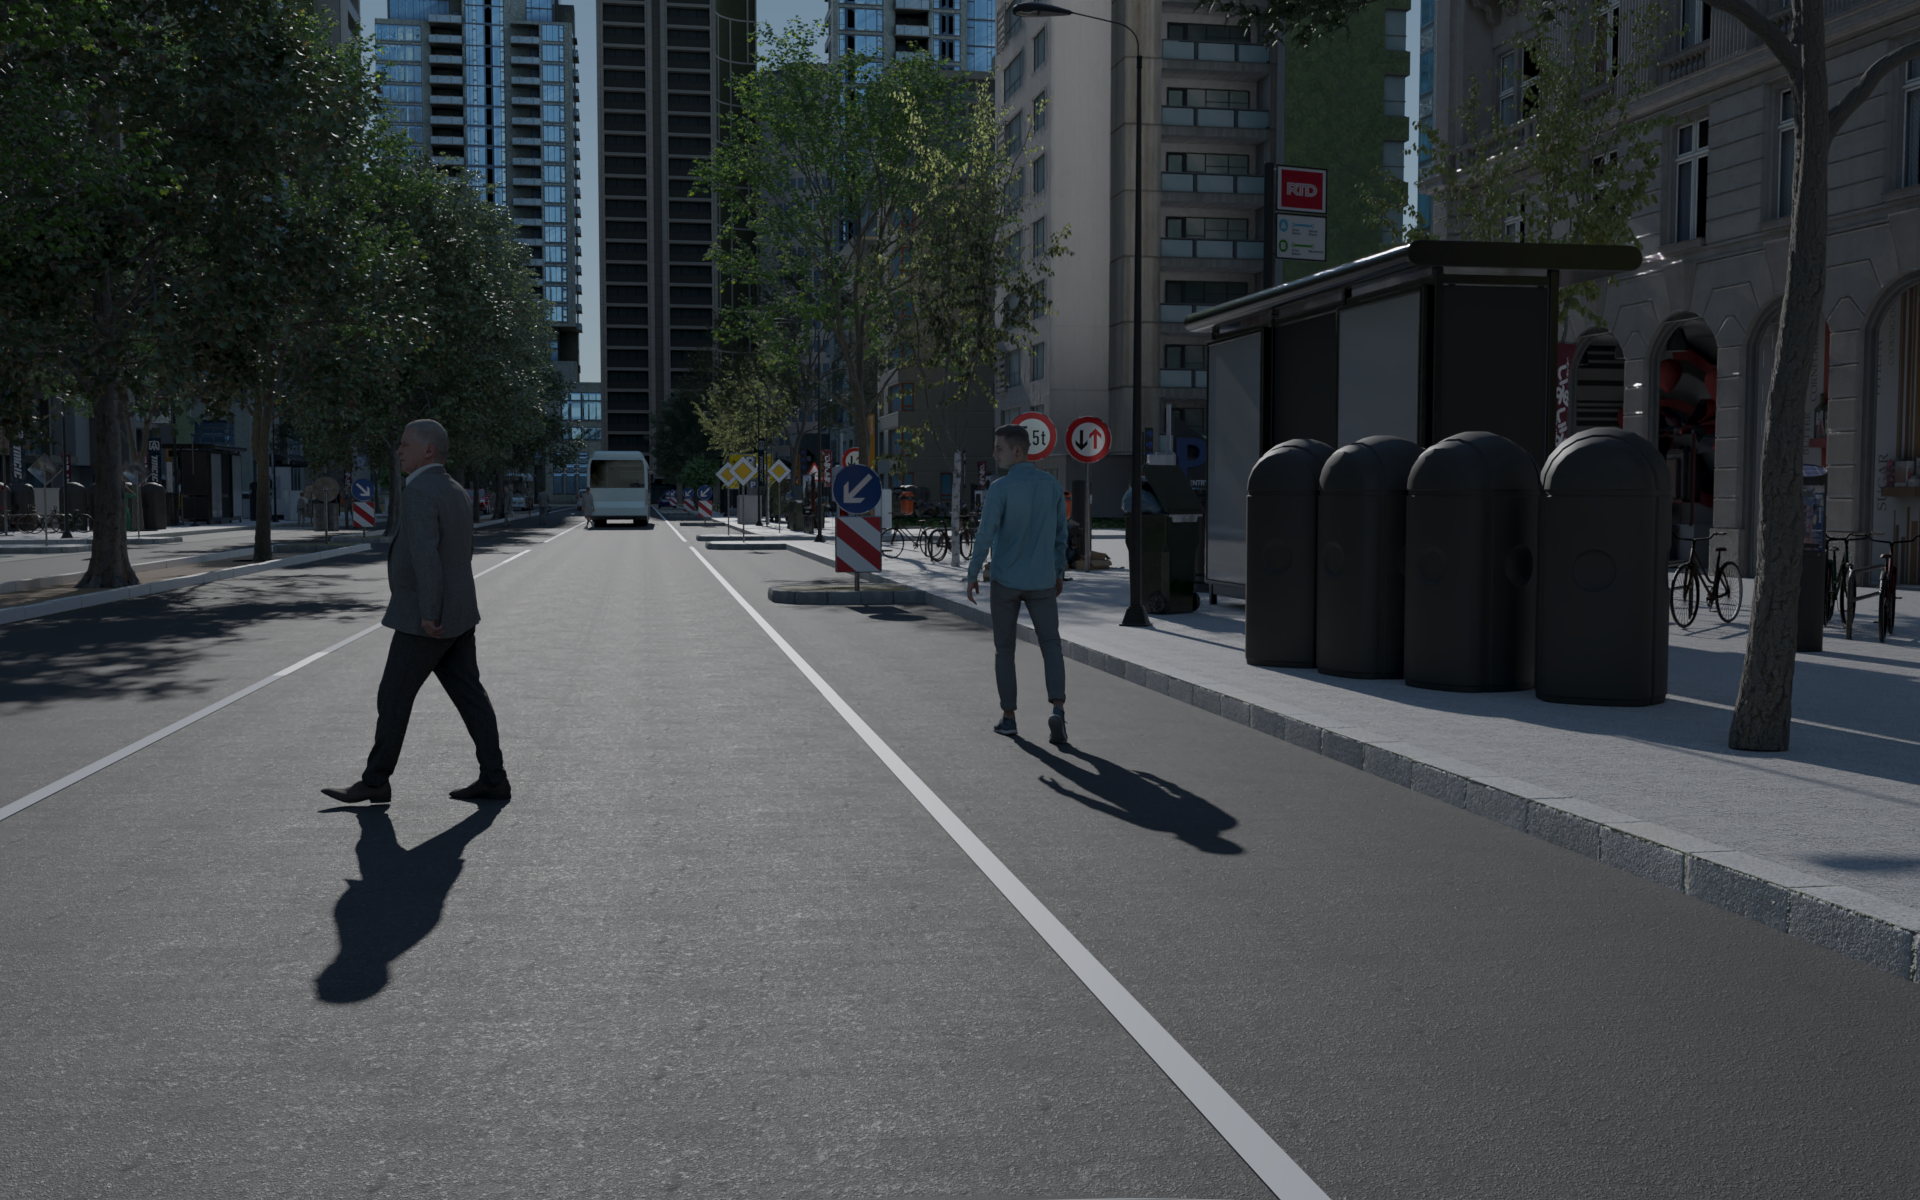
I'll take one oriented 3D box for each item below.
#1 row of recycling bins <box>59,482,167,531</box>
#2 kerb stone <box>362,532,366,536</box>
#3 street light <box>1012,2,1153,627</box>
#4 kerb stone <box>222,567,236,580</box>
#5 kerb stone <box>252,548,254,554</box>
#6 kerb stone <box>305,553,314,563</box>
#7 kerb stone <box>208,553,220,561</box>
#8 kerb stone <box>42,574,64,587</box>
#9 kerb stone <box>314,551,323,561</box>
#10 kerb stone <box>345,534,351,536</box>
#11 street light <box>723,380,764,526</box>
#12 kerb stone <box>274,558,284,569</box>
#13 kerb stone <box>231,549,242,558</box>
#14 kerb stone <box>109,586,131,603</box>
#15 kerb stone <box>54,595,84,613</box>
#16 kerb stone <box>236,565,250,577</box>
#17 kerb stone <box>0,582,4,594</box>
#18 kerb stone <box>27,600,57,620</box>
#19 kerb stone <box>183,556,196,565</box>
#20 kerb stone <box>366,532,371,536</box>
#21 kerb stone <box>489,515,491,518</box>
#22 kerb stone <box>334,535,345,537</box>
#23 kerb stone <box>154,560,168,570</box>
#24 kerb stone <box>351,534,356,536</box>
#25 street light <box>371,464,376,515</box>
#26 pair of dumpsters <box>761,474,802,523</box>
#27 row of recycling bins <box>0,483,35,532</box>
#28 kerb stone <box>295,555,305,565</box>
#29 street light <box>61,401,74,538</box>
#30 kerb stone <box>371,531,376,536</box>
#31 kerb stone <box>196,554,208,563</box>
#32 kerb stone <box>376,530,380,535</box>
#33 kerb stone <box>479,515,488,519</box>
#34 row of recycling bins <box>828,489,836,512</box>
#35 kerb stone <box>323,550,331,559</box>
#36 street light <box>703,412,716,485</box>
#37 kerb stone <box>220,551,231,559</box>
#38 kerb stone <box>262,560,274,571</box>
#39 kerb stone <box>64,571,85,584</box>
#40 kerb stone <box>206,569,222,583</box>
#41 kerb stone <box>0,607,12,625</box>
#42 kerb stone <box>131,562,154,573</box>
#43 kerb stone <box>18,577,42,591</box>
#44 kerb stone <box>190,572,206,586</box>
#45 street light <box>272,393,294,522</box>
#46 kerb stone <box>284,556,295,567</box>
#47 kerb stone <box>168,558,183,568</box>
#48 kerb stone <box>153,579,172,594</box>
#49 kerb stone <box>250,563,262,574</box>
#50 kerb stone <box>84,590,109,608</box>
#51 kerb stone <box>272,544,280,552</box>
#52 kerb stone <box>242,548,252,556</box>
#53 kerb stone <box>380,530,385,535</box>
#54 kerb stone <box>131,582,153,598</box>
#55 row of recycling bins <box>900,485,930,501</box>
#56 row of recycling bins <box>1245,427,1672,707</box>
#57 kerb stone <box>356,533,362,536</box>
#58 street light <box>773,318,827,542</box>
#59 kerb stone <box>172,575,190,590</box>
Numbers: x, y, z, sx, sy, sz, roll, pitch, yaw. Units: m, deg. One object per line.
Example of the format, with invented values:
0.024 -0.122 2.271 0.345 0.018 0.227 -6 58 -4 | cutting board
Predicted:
-30.113 -3.337 61.668 1.069 1.692 3.534 3 5 44 | row of recycling bins
-19.637 -2.105 56.620 0.120 0.150 1.000 -1 4 -10 | kerb stone
1.181 -2.696 16.620 1.470 5.913 1.316 -1 4 -10 | street light
-12.464 -0.433 29.279 0.120 0.150 1.000 -1 4 -10 | kerb stone
-16.752 -1.142 40.940 0.120 0.150 1.000 -1 4 -10 | kerb stone
-13.760 -0.864 36.325 0.120 0.150 1.000 -1 4 -10 | kerb stone
-16.004 -0.899 36.894 0.120 0.150 1.000 -1 4 -10 | kerb stone
-14.146 -0.283 26.819 0.120 0.150 1.000 -1 4 -10 | kerb stone
-13.945 -0.923 37.330 0.120 0.150 1.000 -1 4 -10 | kerb stone
-19.074 -1.921 53.599 0.120 0.150 1.000 -1 4 -10 | kerb stone
-8.601 -5.920 69.335 1.470 5.913 1.316 -1 4 -10 | street light
-13.209 -0.678 33.308 0.120 0.150 1.000 -1 4 -10 | kerb stone
-16.375 -1.023 38.921 0.120 0.150 1.000 -1 4 -10 | kerb stone
-11.348 -0.059 23.209 0.120 0.150 1.000 -1 4 -10 | kerb stone
-10.978 0.061 21.194 0.120 0.150 1.000 -1 4 -10 | kerb stone
-12.645 -0.495 30.285 0.120 0.150 1.000 -1 4 -10 | kerb stone
-13.775 -0.157 24.807 0.120 0.150 1.000 -1 4 -10 | kerb stone
-10.787 0.134 20.191 0.120 0.150 1.000 -1 4 -10 | kerb stone
-15.629 -0.776 34.878 0.120 0.150 1.000 -1 4 -10 | kerb stone
-19.823 -2.164 57.634 0.120 0.150 1.000 -1 4 -10 | kerb stone
-28.169 -4.940 102.988 0.120 0.150 1.000 -1 4 -10 | kerb stone
-18.891 -1.859 52.593 0.120 0.150 1.000 -1 4 -10 | kerb stone
-15.266 -0.648 32.859 0.120 0.150 1.000 -1 4 -10 | kerb stone
-19.261 -1.974 54.605 0.120 0.150 1.000 -1 4 -10 | kerb stone
-35.895 -8.243 107.309 1.470 5.913 1.316 -1 4 -10 | street light
-8.092 -4.664 78.751 1.574 2.255 4.437 -1 4 -10 | pair of dumpsters
-33.114 -3.165 58.854 1.069 1.692 3.534 1 4 20 | row of recycling bins
-13.578 -0.801 35.319 0.120 0.150 1.000 -1 4 -10 | kerb stone
-25.344 -4.744 50.108 1.470 5.913 1.316 -1 4 -10 | street light
-20.006 -2.229 58.639 0.120 0.150 1.000 -1 4 -10 | kerb stone
-15.816 -0.837 35.889 0.120 0.150 1.000 -1 4 -10 | kerb stone
-20.192 -2.290 59.645 0.120 0.150 1.000 -1 4 -10 | kerb stone
-27.797 -4.815 100.978 0.120 0.150 1.000 -1 4 -10 | kerb stone
-7.944 -7.318 126.762 3.534 1.692 1.069 -2 4 -25 | row of recycling bins
-14.126 -0.987 38.336 0.120 0.150 1.000 -1 4 -10 | kerb stone
-13.812 -7.670 97.947 1.470 5.913 1.316 -1 4 -10 | street light
-16.188 -0.956 37.903 0.120 0.150 1.000 -1 4 -10 | kerb stone
-13.019 -0.607 32.304 0.120 0.150 1.000 -1 4 -10 | kerb stone
-14.330 -0.340 27.824 0.120 0.150 1.000 -1 4 -10 | kerb stone
-12.273 -0.371 28.255 0.120 0.150 1.000 -1 4 -10 | kerb stone
-10.602 0.184 19.185 0.120 0.150 1.000 -1 4 -10 | kerb stone
-15.073 -0.586 31.846 0.120 0.150 1.000 -1 4 -10 | kerb stone
-13.961 -0.221 25.812 0.120 0.150 1.000 -1 4 -10 | kerb stone
-12.093 -0.305 27.247 0.120 0.150 1.000 -1 4 -10 | kerb stone
-30.606 -6.494 78.711 1.470 5.913 1.316 -1 4 -10 | street light
-13.396 -0.741 34.312 0.120 0.150 1.000 -1 4 -10 | kerb stone
-15.437 -0.714 33.867 0.120 0.150 1.000 -1 4 -10 | kerb stone
-11.710 -0.181 25.233 0.120 0.150 1.000 -1 4 -10 | kerb stone
-12.831 -0.555 31.290 0.120 0.150 1.000 -1 4 -10 | kerb stone
-11.158 0.002 22.200 0.120 0.150 1.000 -1 4 -10 | kerb stone
-17.299 -1.332 43.975 0.120 0.150 1.000 -1 4 -10 | kerb stone
-16.559 -1.085 39.928 0.120 0.150 1.000 -1 4 -10 | kerb stone
-20.370 -2.351 60.658 0.120 0.150 1.000 -1 4 -10 | kerb stone
-11.533 -0.124 24.225 0.120 0.150 1.000 -1 4 -10 | kerb stone
-2.210 -5.263 93.160 1.069 1.692 3.534 1 4 9 | row of recycling bins
3.264 -0.293 11.908 1.069 1.692 3.534 -2 4 -32 | row of recycling bins
-19.442 -2.044 55.616 0.120 0.150 1.000 -1 4 -10 | kerb stone
-4.275 -4.491 45.969 1.470 5.913 1.316 -1 4 -10 | street light
-11.902 -0.248 26.243 0.120 0.150 1.000 -1 4 -10 | kerb stone
